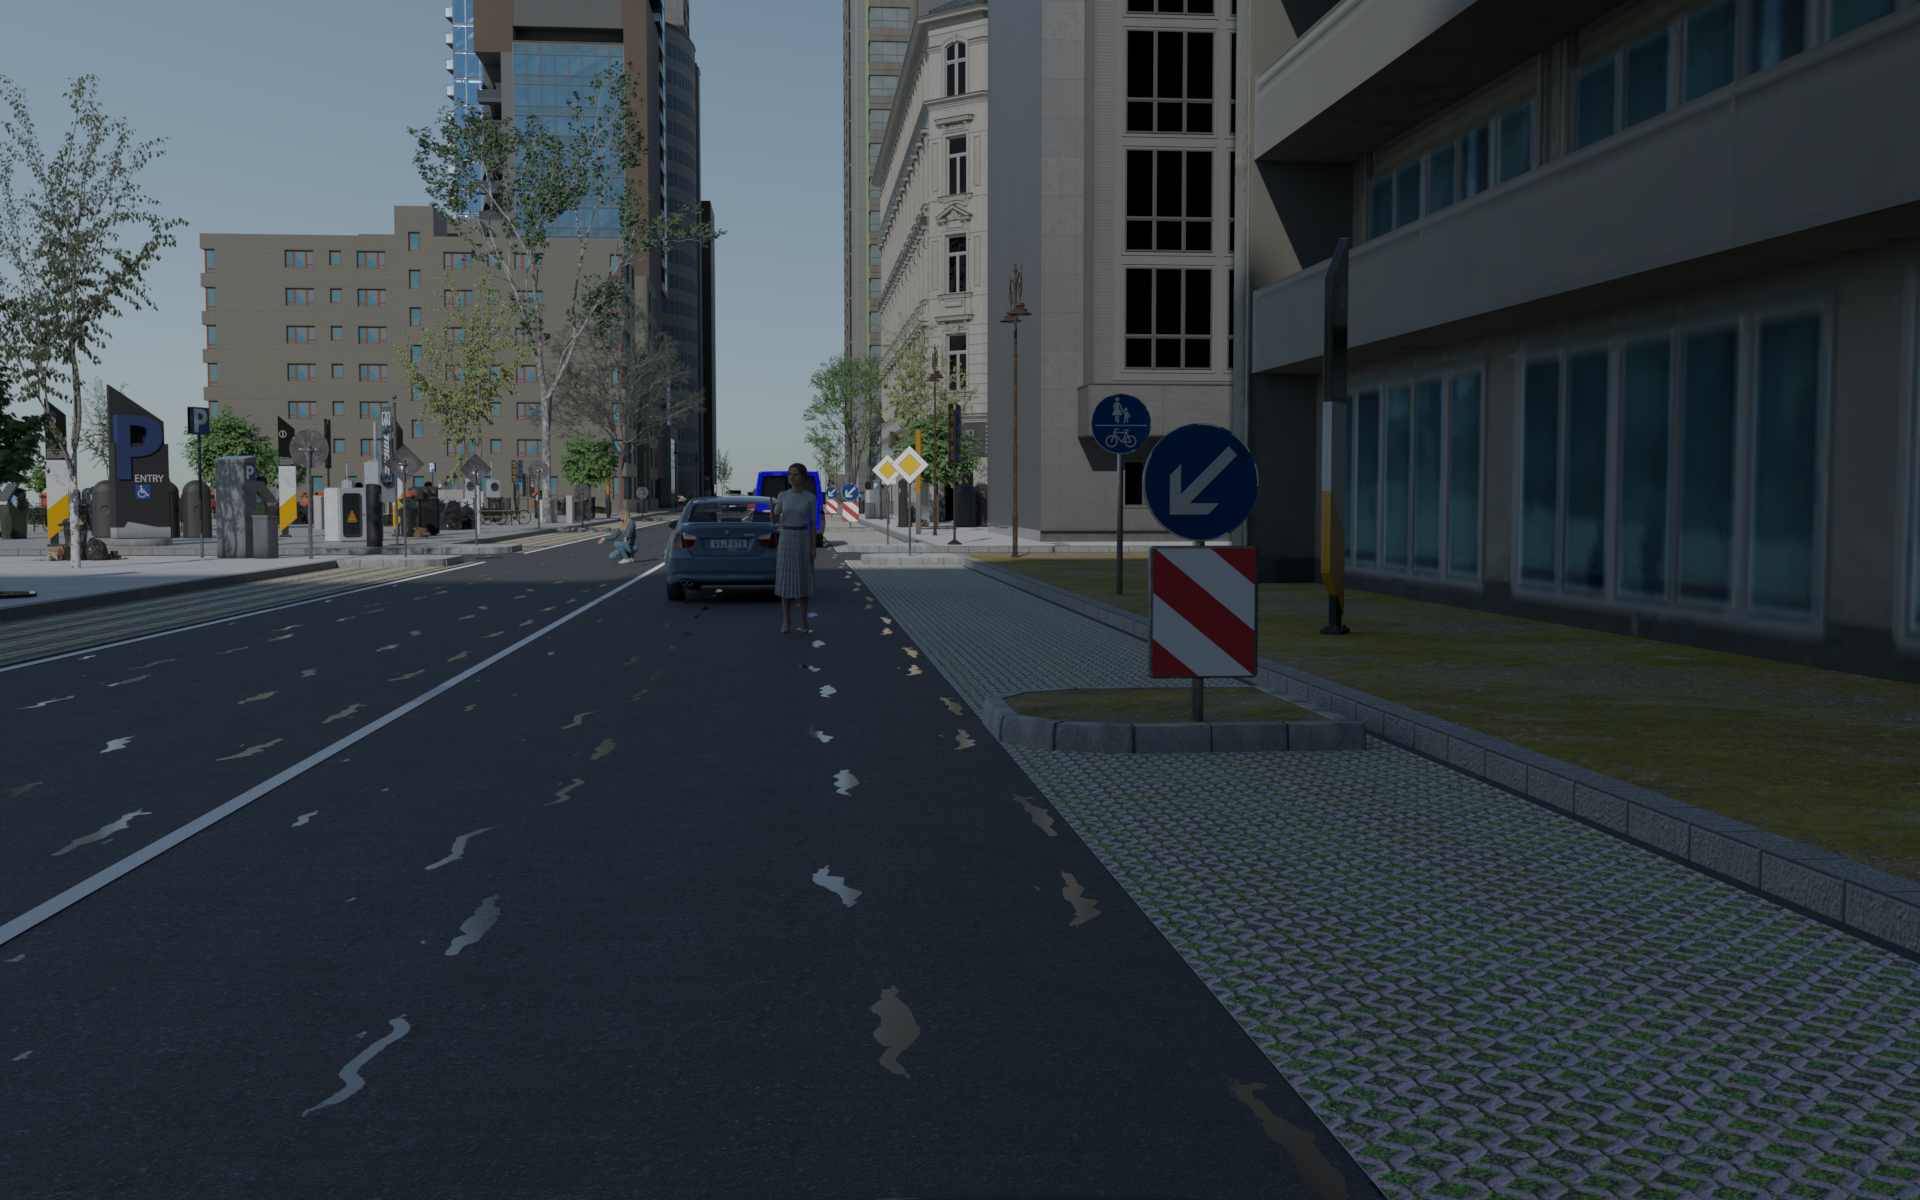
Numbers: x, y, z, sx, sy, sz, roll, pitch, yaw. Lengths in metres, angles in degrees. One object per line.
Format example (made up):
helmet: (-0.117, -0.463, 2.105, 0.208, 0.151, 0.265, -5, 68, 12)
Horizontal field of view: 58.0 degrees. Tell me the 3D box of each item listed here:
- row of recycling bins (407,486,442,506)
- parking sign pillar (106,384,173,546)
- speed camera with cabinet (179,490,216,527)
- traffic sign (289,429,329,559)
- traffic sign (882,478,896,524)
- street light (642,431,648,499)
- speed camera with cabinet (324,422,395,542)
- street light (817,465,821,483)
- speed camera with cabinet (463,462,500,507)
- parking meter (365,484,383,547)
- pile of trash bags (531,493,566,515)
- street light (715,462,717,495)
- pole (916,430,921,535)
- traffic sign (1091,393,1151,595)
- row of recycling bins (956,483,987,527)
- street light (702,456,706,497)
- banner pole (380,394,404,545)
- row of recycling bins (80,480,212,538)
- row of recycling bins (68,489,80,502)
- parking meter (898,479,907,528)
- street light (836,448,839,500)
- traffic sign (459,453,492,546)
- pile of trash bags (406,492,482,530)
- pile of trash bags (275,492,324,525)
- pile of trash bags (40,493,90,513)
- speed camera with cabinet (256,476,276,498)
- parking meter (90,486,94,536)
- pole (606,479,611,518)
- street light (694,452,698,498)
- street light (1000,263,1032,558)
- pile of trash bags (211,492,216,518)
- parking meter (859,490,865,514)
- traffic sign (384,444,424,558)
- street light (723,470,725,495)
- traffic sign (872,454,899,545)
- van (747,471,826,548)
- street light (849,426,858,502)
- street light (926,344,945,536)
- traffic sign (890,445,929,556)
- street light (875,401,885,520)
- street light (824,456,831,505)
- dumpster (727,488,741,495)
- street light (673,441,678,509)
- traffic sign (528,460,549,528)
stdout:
row of recycling bins: (-28.448, -5.212, 92.327, 1.069, 1.692, 3.534, 0, 4, 4)
parking sign pillar: (-20.370, -3.333, 42.974, 1.447, 3.967, 1.447, -3, 5, -44)
speed camera with cabinet: (-29.834, -4.533, 68.445, 2.038, 3.252, 0.660, -1, 4, -22)
traffic sign: (-12.810, -2.079, 34.105, 0.768, 2.556, 0.104, 0, 4, -3)
traffic sign: (-3.003, -4.358, 73.387, 0.606, 2.300, 0.079, 0, 4, -1)
street light: (-21.624, -8.943, 119.007, 0.468, 5.910, 1.993, 0, 4, -6)
speed camera with cabinet: (-16.193, -3.210, 46.821, 0.660, 3.252, 2.038, 2, 4, 30)
street light: (-19.687, -16.623, 244.574, 0.468, 5.910, 1.993, 0, 4, -6)
speed camera with cabinet: (-29.556, -6.904, 107.212, 2.038, 3.252, 0.660, -3, 4, -38)
parking meter: (-14.169, -2.047, 41.884, 0.372, 1.533, 0.369, 0, 3, 0)
pile of trash bags: (-24.075, -5.769, 104.079, 3.447, 1.369, 1.912, -2, 4, -33)
street light: (-33.021, -16.018, 234.686, 0.468, 5.910, 1.993, 0, 4, -6)
pole: (-1.316, -3.735, 54.907, 0.158, 3.312, 0.155, 0, 3, 0)
traffic sign: (2.038, -1.341, 22.031, 0.768, 2.556, 0.104, 0, 4, -1)
row of recycling bins: (1.228, -3.708, 67.734, 3.534, 1.692, 1.069, -3, 5, -42)
street light: (-29.860, -14.035, 202.267, 0.468, 5.910, 1.993, 0, 4, -6)
banner pole: (-14.374, -3.284, 43.719, 0.863, 3.779, 0.401, 3, 5, 40)
row of recycling bins: (-23.585, -2.656, 50.546, 3.534, 1.692, 1.069, 0, 4, 4)
row of recycling bins: (-56.339, -6.469, 112.873, 3.534, 1.692, 1.069, -3, 5, -42)
parking meter: (-2.198, -3.718, 66.493, 0.255, 1.863, 0.399, -2, 4, -25)
street light: (-11.506, -11.561, 161.812, 0.468, 5.910, 1.993, 0, 4, -6)
traffic sign: (-11.978, -2.398, 42.857, 0.795, 2.450, 0.064, 0, 4, -6)
pile of trash bags: (-18.681, -3.171, 61.601, 1.912, 1.369, 3.447, 1, 4, 19)
pile of trash bags: (-27.805, -3.893, 73.398, 3.447, 1.369, 1.912, 3, 5, 41)
pile of trash bags: (-51.586, -5.491, 99.536, 3.447, 1.369, 1.912, 2, 4, 24)
speed camera with cabinet: (-32.909, -5.308, 81.129, 0.660, 3.252, 2.038, 1, 4, 13)
parking meter: (-26.577, -2.750, 53.379, 0.372, 1.533, 0.369, 0, 3, 0)
pole: (-18.741, -6.020, 92.278, 0.158, 3.312, 0.155, 0, 3, 0)
street light: (-28.082, -12.956, 184.612, 0.468, 5.910, 1.993, 0, 4, -6)
street light: (1.115, -3.797, 34.869, 0.468, 5.910, 1.993, 0, 4, -6)
pile of trash bags: (-39.310, -5.188, 94.576, 3.447, 1.369, 1.912, -3, 4, -36)
parking meter: (-6.318, -6.303, 111.457, 0.372, 1.533, 0.369, 0, 3, 0)
traffic sign: (-11.191, -1.912, 34.910, 0.795, 2.450, 0.064, 0, 4, -6)
street light: (-36.414, -18.021, 267.436, 0.468, 5.910, 1.993, 0, 4, -6)
traffic sign: (-1.832, -2.458, 43.838, 0.795, 2.450, 0.064, 0, 4, -6)
van: (-4.780, -2.667, 47.989, 2.240, 2.365, 5.245, 0, 4, -6)
street light: (-7.148, -8.908, 118.437, 0.468, 5.910, 1.993, 0, 4, -6)
street light: (-0.772, -4.932, 53.424, 0.468, 5.910, 1.993, 0, 4, -6)
traffic sign: (-1.044, -1.972, 35.892, 0.795, 2.450, 0.064, 0, 4, -6)
street light: (-3.926, -6.926, 86.024, 0.468, 5.910, 1.993, 0, 4, -6)
street light: (-14.701, -13.544, 194.228, 0.468, 5.910, 1.993, 0, 4, -6)
dumpster: (-31.596, -14.525, 242.439, 1.985, 2.255, 1.502, 0, 4, -7)
street light: (-24.848, -10.926, 151.420, 0.468, 5.910, 1.993, 0, 4, -6)
traffic sign: (-15.911, -3.992, 65.379, 0.768, 2.556, 0.104, 0, 4, 1)
